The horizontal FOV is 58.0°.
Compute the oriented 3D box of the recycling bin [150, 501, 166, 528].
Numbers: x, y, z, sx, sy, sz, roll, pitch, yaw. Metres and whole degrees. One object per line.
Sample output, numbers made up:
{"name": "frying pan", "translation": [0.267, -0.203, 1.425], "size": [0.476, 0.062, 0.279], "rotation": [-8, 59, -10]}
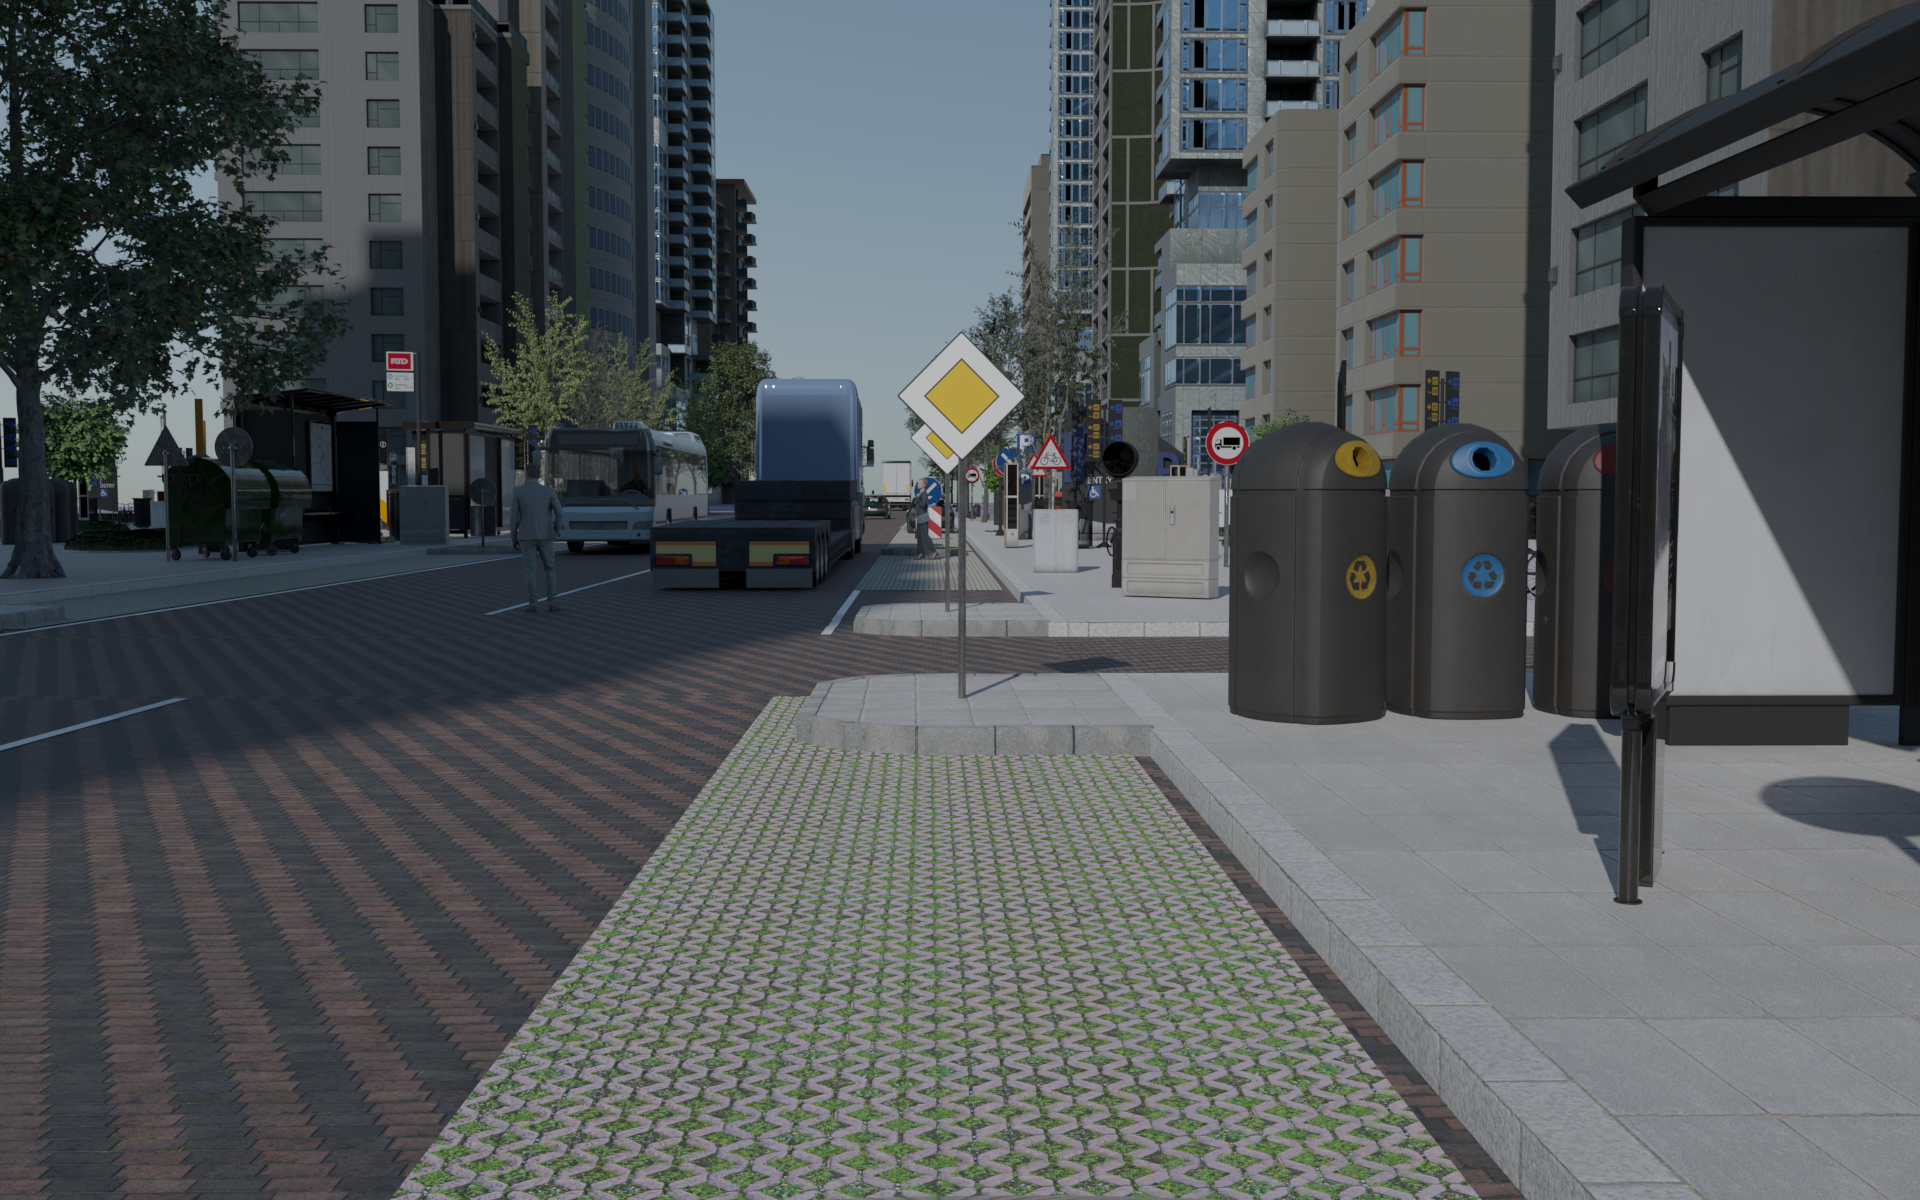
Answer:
{"name": "recycling bin", "translation": [-28.295, -3.006, 61.705], "size": [0.722, 1.027, 0.722], "rotation": [1, 4, 19]}

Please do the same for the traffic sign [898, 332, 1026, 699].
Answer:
{"name": "traffic sign", "translation": [0.010, -0.438, 10.812], "size": [0.795, 2.450, 0.064], "rotation": [0, 4, -1]}

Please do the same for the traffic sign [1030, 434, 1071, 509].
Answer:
{"name": "traffic sign", "translation": [1.967, -2.296, 37.550], "size": [0.884, 2.594, 0.081], "rotation": [0, 4, 7]}

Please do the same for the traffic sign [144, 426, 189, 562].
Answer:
{"name": "traffic sign", "translation": [-15.062, -2.011, 32.882], "size": [0.884, 2.594, 0.081], "rotation": [0, 4, 5]}

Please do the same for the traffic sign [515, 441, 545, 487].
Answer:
{"name": "traffic sign", "translation": [-16.010, -4.435, 66.384], "size": [2.265, 3.308, 0.079], "rotation": [0, 4, 3]}

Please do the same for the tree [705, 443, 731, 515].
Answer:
{"name": "tree", "translation": [-15.898, -7.680, 109.289], "size": [4.285, 4.588, 4.351], "rotation": [0, 3, 0]}

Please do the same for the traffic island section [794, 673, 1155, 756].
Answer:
{"name": "traffic island section", "translation": [0.034, 0.697, 10.890], "size": [2.009, 0.180, 2.903], "rotation": [0, 4, -1]}

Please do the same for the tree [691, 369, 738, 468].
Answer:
{"name": "tree", "translation": [-15.519, -9.292, 102.287], "size": [4.737, 8.622, 4.395], "rotation": [0, 3, 0]}

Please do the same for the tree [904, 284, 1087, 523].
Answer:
{"name": "tree", "translation": [1.355, -8.740, 77.318], "size": [7.601, 10.594, 8.767], "rotation": [3, 4, 38]}

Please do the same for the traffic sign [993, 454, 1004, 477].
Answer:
{"name": "traffic sign", "translation": [1.350, -3.134, 51.348], "size": [0.768, 2.556, 0.104], "rotation": [0, 4, 6]}

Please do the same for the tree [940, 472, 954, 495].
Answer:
{"name": "tree", "translation": [0.950, -8.368, 87.185], "size": [4.360, 8.622, 3.978], "rotation": [0, 3, 0]}

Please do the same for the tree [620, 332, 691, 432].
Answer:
{"name": "tree", "translation": [-15.130, -7.914, 79.753], "size": [4.737, 8.622, 4.395], "rotation": [0, 3, 0]}

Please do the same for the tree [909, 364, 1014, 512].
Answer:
{"name": "tree", "translation": [0.227, -12.134, 124.146], "size": [9.928, 11.665, 9.643], "rotation": [0, 3, 0]}

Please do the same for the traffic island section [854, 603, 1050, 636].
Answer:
{"name": "traffic island section", "translation": [-0.116, 0.208, 18.873], "size": [2.009, 0.180, 2.903], "rotation": [0, 4, -1]}

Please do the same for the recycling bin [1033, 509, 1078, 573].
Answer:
{"name": "recycling bin", "translation": [1.570, -0.976, 28.505], "size": [0.722, 1.027, 0.722], "rotation": [0, 4, 1]}

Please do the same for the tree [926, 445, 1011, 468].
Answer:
{"name": "tree", "translation": [0.185, -16.649, 182.573], "size": [12.009, 13.543, 11.850], "rotation": [0, 3, 0]}

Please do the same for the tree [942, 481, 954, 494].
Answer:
{"name": "tree", "translation": [-1.885, -14.127, 225.574], "size": [1.663, 3.219, 1.824], "rotation": [0, 3, 0]}

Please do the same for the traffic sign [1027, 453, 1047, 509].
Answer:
{"name": "traffic sign", "translation": [2.299, -3.286, 53.724], "size": [0.884, 2.594, 0.081], "rotation": [0, 4, 0]}

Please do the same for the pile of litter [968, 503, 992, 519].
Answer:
{"name": "pile of litter", "translation": [1.092, -4.611, 89.357], "size": [1.176, 0.858, 1.719], "rotation": [3, 5, 45]}

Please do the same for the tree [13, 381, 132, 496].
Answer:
{"name": "tree", "translation": [-25.393, -4.027, 49.549], "size": [4.285, 4.588, 4.351], "rotation": [0, 3, 0]}

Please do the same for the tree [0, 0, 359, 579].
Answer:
{"name": "tree", "translation": [-14.275, -6.689, 26.368], "size": [9.611, 12.733, 9.660], "rotation": [0, 3, 0]}

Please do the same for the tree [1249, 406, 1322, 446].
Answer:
{"name": "tree", "translation": [12.286, -4.954, 64.715], "size": [4.285, 4.588, 4.351], "rotation": [0, 3, 0]}

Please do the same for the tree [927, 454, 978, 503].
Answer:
{"name": "tree", "translation": [-0.705, -19.518, 237.239], "size": [7.486, 12.596, 7.792], "rotation": [0, 3, 0]}

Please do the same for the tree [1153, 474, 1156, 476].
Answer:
{"name": "tree", "translation": [10.883, -5.903, 91.118], "size": [1.663, 3.219, 1.824], "rotation": [0, 3, 0]}

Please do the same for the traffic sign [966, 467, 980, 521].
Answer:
{"name": "traffic sign", "translation": [0.575, -5.067, 82.958], "size": [0.768, 2.556, 0.104], "rotation": [0, 4, 1]}

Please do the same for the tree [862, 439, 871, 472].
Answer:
{"name": "tree", "translation": [-17.717, -20.911, 252.257], "size": [12.009, 13.543, 11.850], "rotation": [0, 3, 0]}

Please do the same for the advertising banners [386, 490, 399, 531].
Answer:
{"name": "advertising banners", "translation": [-19.842, -3.945, 60.695], "size": [2.074, 3.025, 0.090], "rotation": [0, 4, 1]}

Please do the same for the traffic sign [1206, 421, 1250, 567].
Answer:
{"name": "traffic sign", "translation": [4.661, -1.845, 30.264], "size": [0.768, 2.556, 0.104], "rotation": [0, 4, -1]}

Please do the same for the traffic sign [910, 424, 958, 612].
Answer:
{"name": "traffic sign", "translation": [-0.139, -0.927, 18.796], "size": [0.795, 2.450, 0.064], "rotation": [0, 4, -1]}

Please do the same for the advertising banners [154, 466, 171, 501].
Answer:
{"name": "advertising banners", "translation": [-41.999, -5.795, 90.934], "size": [0.090, 3.025, 2.074], "rotation": [1, 4, 18]}

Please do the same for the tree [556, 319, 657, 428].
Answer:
{"name": "tree", "translation": [-15.134, -7.498, 72.951], "size": [4.360, 8.622, 3.978], "rotation": [0, 3, 0]}

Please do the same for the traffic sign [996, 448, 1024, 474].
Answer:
{"name": "traffic sign", "translation": [1.365, -2.902, 47.561], "size": [0.768, 2.556, 0.104], "rotation": [0, 4, 7]}

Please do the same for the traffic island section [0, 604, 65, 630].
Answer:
{"name": "traffic island section", "translation": [-11.105, 0.221, 18.673], "size": [2.009, 0.180, 2.903], "rotation": [0, 4, -1]}

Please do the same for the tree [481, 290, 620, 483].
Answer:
{"name": "tree", "translation": [-14.852, -6.813, 61.752], "size": [4.737, 8.622, 4.395], "rotation": [0, 3, 0]}

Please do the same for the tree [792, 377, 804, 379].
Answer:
{"name": "tree", "translation": [-16.406, -17.123, 186.609], "size": [9.857, 13.997, 8.962], "rotation": [0, 3, 0]}

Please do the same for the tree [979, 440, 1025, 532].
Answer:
{"name": "tree", "translation": [1.342, -3.918, 58.667], "size": [1.663, 3.219, 1.824], "rotation": [0, 3, 0]}

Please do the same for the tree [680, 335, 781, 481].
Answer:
{"name": "tree", "translation": [-15.802, -12.738, 125.267], "size": [9.611, 12.733, 9.660], "rotation": [0, 3, 0]}

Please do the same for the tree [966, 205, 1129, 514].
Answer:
{"name": "tree", "translation": [2.373, -5.780, 44.873], "size": [4.360, 8.622, 3.978], "rotation": [0, 3, 0]}

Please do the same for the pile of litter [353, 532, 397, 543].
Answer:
{"name": "pile of litter", "translation": [-15.495, -1.944, 45.750], "size": [1.176, 0.858, 1.719], "rotation": [-1, 4, -9]}

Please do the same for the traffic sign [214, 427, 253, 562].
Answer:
{"name": "traffic sign", "translation": [-13.797, -2.005, 32.894], "size": [0.768, 2.556, 0.104], "rotation": [0, 4, 7]}
